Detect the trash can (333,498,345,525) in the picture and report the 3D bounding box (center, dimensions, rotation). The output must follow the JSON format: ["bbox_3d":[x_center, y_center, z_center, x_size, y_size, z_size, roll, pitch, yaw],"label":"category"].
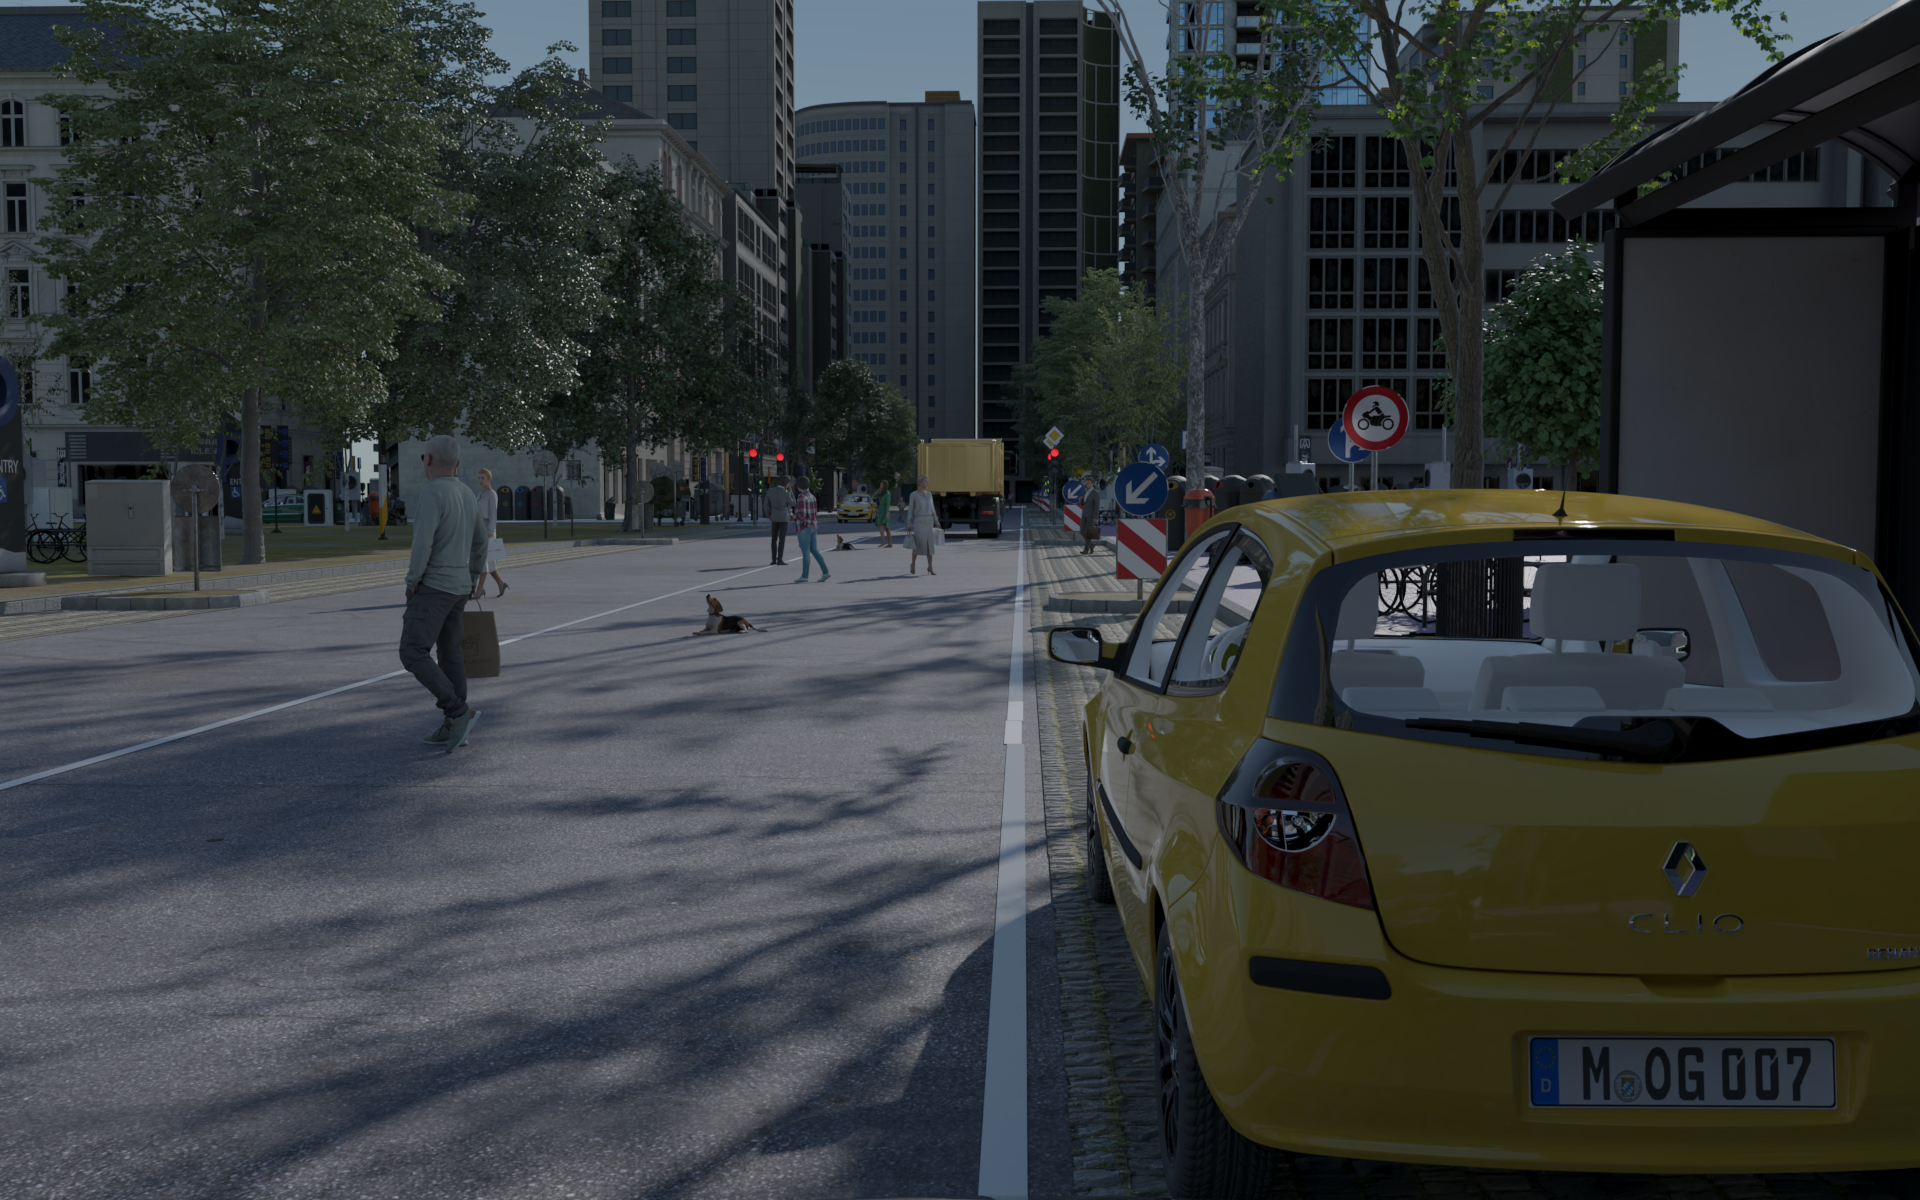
[{"bbox_3d":[-25.467,-3.644,71.230,0.748,1.137,0.748,0,3,0],"label":"trash can"}]

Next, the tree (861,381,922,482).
[{"bbox_3d":[-7.209,-15.685,174.571,7.486,12.596,7.792,0,3,0],"label":"tree"}]

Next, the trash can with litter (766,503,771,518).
[{"bbox_3d":[-9.755,-4.893,91.389,1.055,1.170,0.624,1,4,23],"label":"trash can with litter"}]

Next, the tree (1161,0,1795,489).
[{"bbox_3d":[4.260,-5.448,14.828,9.928,11.665,9.643,0,3,0],"label":"tree"}]

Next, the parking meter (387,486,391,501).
[{"bbox_3d":[-43.020,-7.635,130.541,0.255,1.863,0.399,-1,4,-22],"label":"parking meter"}]

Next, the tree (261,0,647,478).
[{"bbox_3d":[-12.507,-8.274,41.941,9.857,13.997,8.962,0,3,0],"label":"tree"}]

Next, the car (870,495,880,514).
[{"bbox_3d":[-6.565,-6.774,123.335,1.945,1.354,3.894,0,4,4],"label":"car"}]

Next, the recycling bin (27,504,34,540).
[{"bbox_3d":[-26.348,-2.235,49.097,0.722,1.027,0.722,1,4,19],"label":"recycling bin"}]

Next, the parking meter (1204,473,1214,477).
[{"bbox_3d":[6.549,-2.461,45.956,0.399,1.863,0.255,2,4,24],"label":"parking meter"}]

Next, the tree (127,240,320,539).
[{"bbox_3d":[-20.837,-6.019,48.768,4.737,8.622,4.395,0,3,0],"label":"tree"}]

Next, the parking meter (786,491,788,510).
[{"bbox_3d":[-10.380,-6.010,103.972,0.399,1.863,0.255,1,4,17],"label":"parking meter"}]

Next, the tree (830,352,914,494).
[{"bbox_3d":[-8.915,-13.664,140.417,9.611,12.733,9.660,0,3,0],"label":"tree"}]

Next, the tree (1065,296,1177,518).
[{"bbox_3d":[6.170,-7.030,65.301,4.360,8.622,3.978,0,3,0],"label":"tree"}]

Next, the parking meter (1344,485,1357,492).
[{"bbox_3d":[10.757,-2.406,47.749,0.372,1.533,0.369,0,3,0],"label":"parking meter"}]

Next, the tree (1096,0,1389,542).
[{"bbox_3d":[6.227,-10.950,34.929,12.611,20.169,13.585,0,3,0],"label":"tree"}]

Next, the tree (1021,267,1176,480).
[{"bbox_3d":[6.901,-10.301,86.547,7.486,12.596,7.792,0,3,0],"label":"tree"}]

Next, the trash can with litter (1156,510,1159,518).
[{"bbox_3d":[7.095,-3.198,63.347,1.678,1.210,2.233,1,4,22],"label":"trash can with litter"}]

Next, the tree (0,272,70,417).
[{"bbox_3d":[-31.240,-6.440,55.649,4.360,8.622,3.978,0,3,0],"label":"tree"}]

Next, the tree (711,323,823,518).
[{"bbox_3d":[-10.790,-9.671,92.534,7.601,10.594,8.767,0,4,-1],"label":"tree"}]

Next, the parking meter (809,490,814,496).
[{"bbox_3d":[-9.304,-6.109,108.290,0.372,1.533,0.369,0,3,0],"label":"parking meter"}]

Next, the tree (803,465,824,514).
[{"bbox_3d":[-9.820,-7.319,114.271,1.663,3.219,1.824,0,3,0],"label":"tree"}]

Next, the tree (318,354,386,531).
[{"bbox_3d":[-21.513,-6.707,60.024,4.737,8.622,4.395,0,3,0],"label":"tree"}]

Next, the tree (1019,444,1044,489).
[{"bbox_3d":[12.521,-18.943,226.729,9.611,12.733,9.660,0,3,0],"label":"tree"}]

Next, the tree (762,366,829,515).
[{"bbox_3d":[-9.813,-9.188,100.585,4.360,8.622,3.978,0,3,0],"label":"tree"}]

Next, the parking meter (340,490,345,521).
[{"bbox_3d":[-29.295,-4.524,82.374,0.372,1.533,0.369,0,3,0],"label":"parking meter"}]

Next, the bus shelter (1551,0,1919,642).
[{"bbox_3d":[4.094,-0.777,6.633,2.014,3.302,5.546,0,4,2],"label":"bus shelter"}]

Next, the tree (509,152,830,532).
[{"bbox_3d":[-11.114,-8.664,58.668,9.611,12.733,9.660,0,3,0],"label":"tree"}]

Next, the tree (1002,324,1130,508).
[{"bbox_3d":[8.144,-13.244,123.189,9.857,13.997,8.962,0,3,0],"label":"tree"}]

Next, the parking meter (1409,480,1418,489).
[{"bbox_3d":[18.535,-3.988,70.907,0.399,1.863,0.255,1,4,22],"label":"parking meter"}]

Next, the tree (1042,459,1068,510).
[{"bbox_3d":[9.047,-9.814,144.166,4.285,4.588,4.351,0,3,0],"label":"tree"}]

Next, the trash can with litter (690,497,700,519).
[{"bbox_3d":[-13.589,-4.673,87.798,0.624,1.170,1.055,1,4,18],"label":"trash can with litter"}]

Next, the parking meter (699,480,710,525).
[{"bbox_3d":[-10.767,-4.115,72.985,0.255,1.863,0.399,2,4,33],"label":"parking meter"}]

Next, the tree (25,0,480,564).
[{"bbox_3d":[-12.598,-6.941,31.610,7.486,12.596,7.792,0,3,0],"label":"tree"}]

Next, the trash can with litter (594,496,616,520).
[{"bbox_3d":[-17.444,-4.511,85.141,1.055,1.170,0.624,-1,4,-17],"label":"trash can with litter"}]

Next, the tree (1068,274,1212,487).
[{"bbox_3d":[6.027,-6.562,57.653,4.737,8.622,4.395,0,3,0],"label":"tree"}]

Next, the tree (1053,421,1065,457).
[{"bbox_3d":[8.111,-9.728,109.420,4.360,8.622,3.978,0,3,0],"label":"tree"}]

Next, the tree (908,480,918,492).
[{"bbox_3d":[-5.850,-14.389,229.858,1.663,3.219,1.824,0,3,0],"label":"tree"}]

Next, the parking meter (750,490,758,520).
[{"bbox_3d":[-10.027,-4.650,84.432,0.372,1.533,0.369,0,3,0],"label":"parking meter"}]

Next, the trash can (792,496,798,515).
[{"bbox_3d":[-9.936,-5.746,105.597,0.748,1.137,0.748,0,3,0],"label":"trash can"}]

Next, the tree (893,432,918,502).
[{"bbox_3d":[-6.353,-14.585,188.828,4.360,8.622,3.978,0,3,0],"label":"tree"}]

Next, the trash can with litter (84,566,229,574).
[{"bbox_3d":[-13.379,-1.089,28.867,2.233,1.210,1.678,-2,4,-28],"label":"trash can with litter"}]

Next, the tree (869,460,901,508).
[{"bbox_3d":[-7.163,-11.024,163.957,4.285,4.588,4.351,0,3,0],"label":"tree"}]

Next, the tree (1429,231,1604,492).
[{"bbox_3d":[7.747,-2.321,21.661,4.285,4.588,4.351,0,3,0],"label":"tree"}]

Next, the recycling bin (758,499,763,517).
[{"bbox_3d":[-10.678,-5.075,95.531,0.722,1.027,0.722,-3,5,-39],"label":"recycling bin"}]

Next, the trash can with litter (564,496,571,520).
[{"bbox_3d":[-19.673,-4.603,86.653,0.624,1.170,1.055,-1,4,-9],"label":"trash can with litter"}]

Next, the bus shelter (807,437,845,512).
[{"bbox_3d":[-9.861,-9.050,125.597,2.179,5.291,8.768,0,4,2],"label":"bus shelter"}]

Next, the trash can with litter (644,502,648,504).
[{"bbox_3d":[-15.426,-4.488,84.766,0.624,1.170,1.055,-2,4,-27],"label":"trash can with litter"}]

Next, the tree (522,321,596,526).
[{"bbox_3d":[-16.230,-7.267,69.170,4.360,8.622,3.978,0,3,0],"label":"tree"}]

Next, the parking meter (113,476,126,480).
[{"bbox_3d":[-27.886,-3.167,57.499,0.399,1.863,0.255,1,4,18],"label":"parking meter"}]
